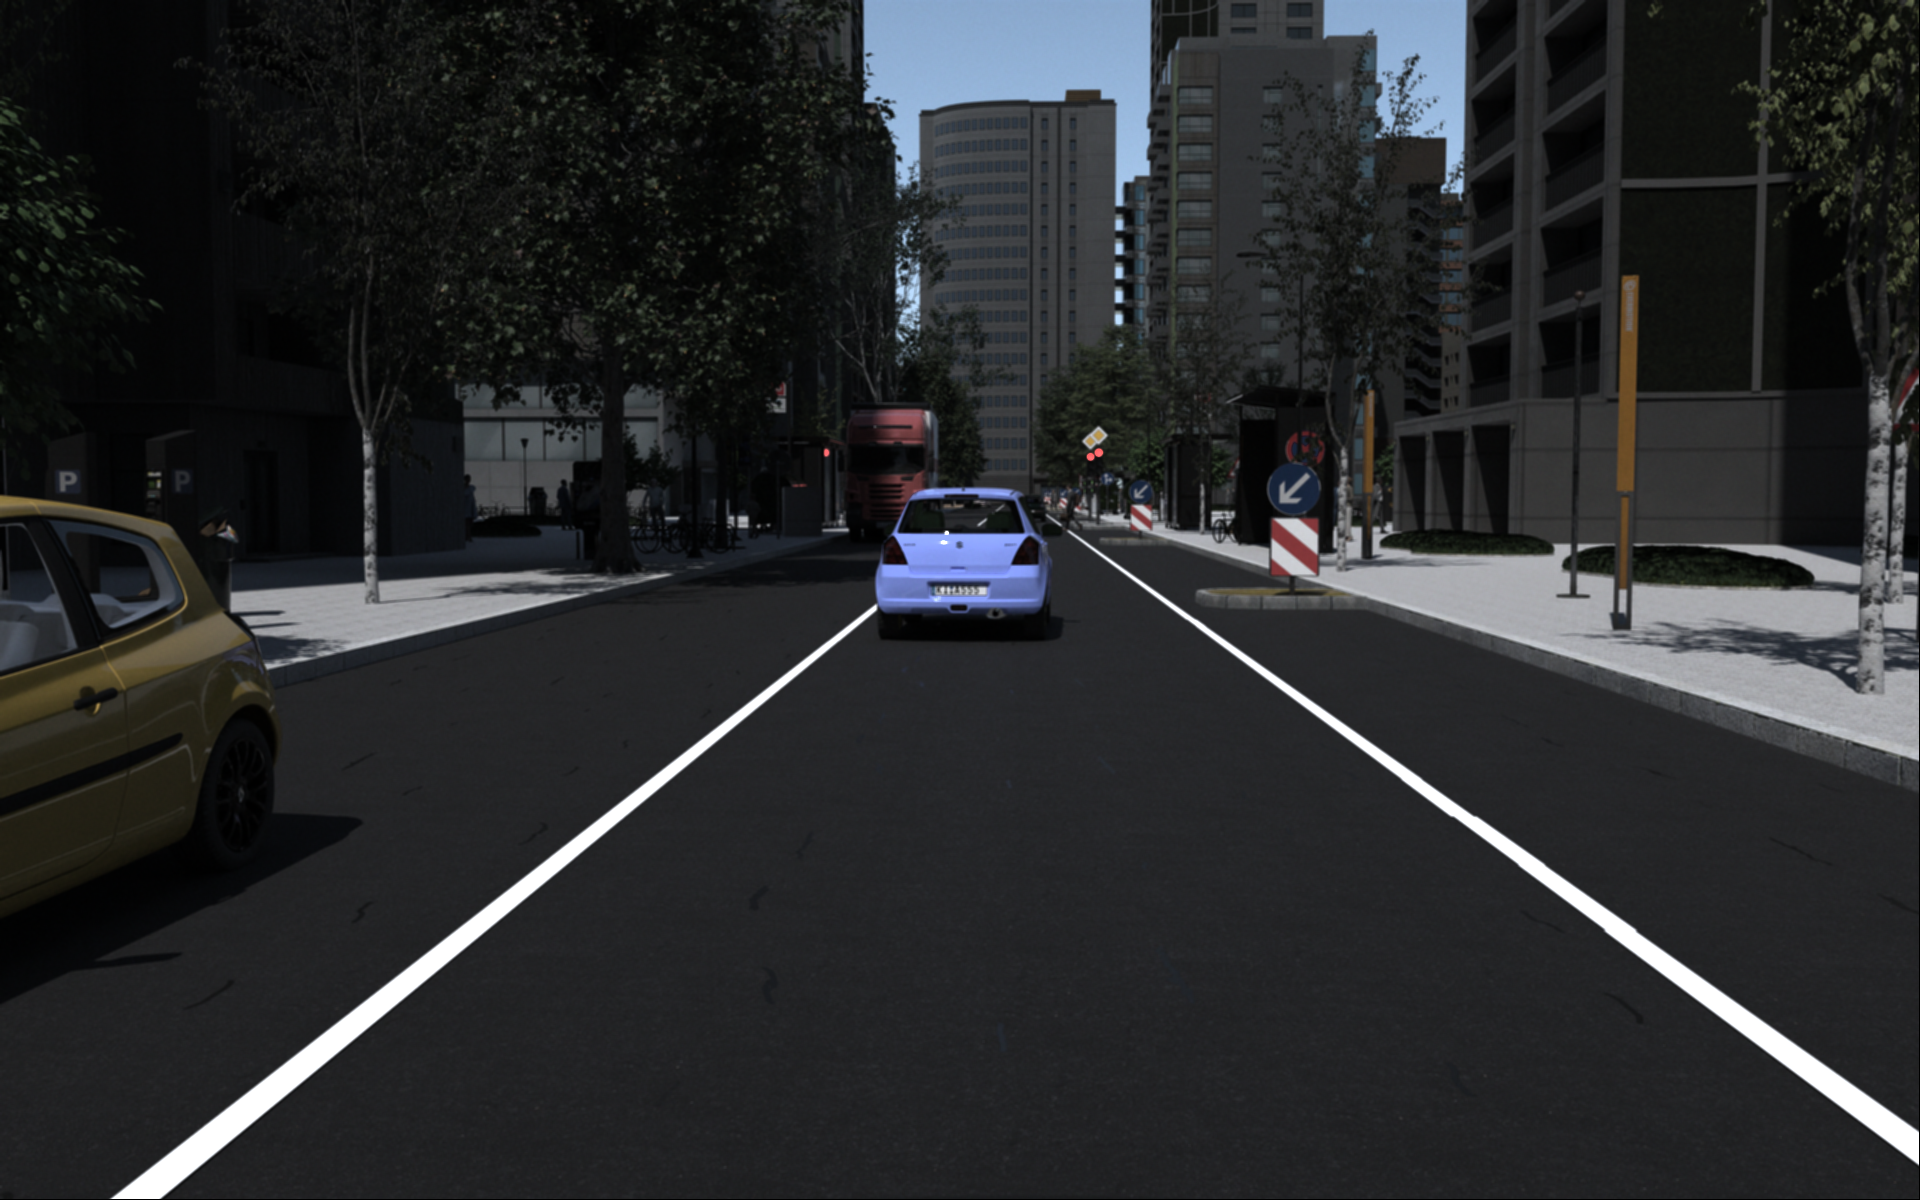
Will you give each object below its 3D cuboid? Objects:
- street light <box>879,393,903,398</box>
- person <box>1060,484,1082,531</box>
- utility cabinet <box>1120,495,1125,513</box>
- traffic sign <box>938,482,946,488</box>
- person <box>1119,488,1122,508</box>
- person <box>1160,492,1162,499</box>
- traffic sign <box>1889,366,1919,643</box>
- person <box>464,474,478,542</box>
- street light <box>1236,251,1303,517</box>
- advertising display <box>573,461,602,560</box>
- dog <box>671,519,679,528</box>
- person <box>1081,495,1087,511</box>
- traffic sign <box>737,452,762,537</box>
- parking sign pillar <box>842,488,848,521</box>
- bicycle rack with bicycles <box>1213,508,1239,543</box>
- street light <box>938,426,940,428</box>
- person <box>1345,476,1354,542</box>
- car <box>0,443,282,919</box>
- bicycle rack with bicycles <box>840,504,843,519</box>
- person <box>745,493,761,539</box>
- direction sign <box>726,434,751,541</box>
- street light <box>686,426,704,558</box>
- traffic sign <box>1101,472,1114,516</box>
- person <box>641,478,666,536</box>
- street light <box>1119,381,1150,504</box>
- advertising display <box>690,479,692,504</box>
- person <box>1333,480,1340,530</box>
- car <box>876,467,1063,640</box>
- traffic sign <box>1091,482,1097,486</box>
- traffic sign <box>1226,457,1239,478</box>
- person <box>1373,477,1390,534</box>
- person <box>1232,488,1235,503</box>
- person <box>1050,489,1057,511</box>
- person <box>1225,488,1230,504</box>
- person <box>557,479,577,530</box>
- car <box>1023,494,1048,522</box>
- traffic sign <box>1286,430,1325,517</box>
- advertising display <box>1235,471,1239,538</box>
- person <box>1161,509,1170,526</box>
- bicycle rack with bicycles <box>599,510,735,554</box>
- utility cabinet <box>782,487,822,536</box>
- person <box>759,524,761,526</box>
[{"bbox_3d":[-3.311,-6.577,80.075,1.470,5.913,1.316,0,4,2],"label":"street light"},{"bbox_3d":[4.351,-3.619,67.639,0.822,1.834,0.622,1,4,17],"label":"person"},{"bbox_3d":[11.505,-6.562,118.454,1.020,1.237,0.306,1,4,23],"label":"utility cabinet"},{"bbox_3d":[-1.477,-8.502,141.134,0.606,2.300,0.079,0,4,3],"label":"traffic sign"},{"bbox_3d":[13.152,-8.209,140.535,0.573,1.790,0.520,2,4,28],"label":"person"},{"bbox_3d":[17.748,-8.877,151.757,0.480,1.755,0.524,0,4,5],"label":"person"},{"bbox_3d":[8.257,-0.906,14.819,0.884,2.594,0.081,0,4,6],"label":"traffic sign"},{"bbox_3d":[-13.250,-2.468,46.483,0.616,1.811,0.778,-2,4,-32],"label":"person"},{"bbox_3d":[5.970,-3.709,33.185,1.470,5.913,1.316,0,4,2],"label":"street light"},{"bbox_3d":[-7.219,-1.754,33.888,0.974,1.923,0.123,3,5,41],"label":"advertising display"},{"bbox_3d":[-10.491,-2.848,64.299,0.550,0.427,0.748,-2,4,-25],"label":"dog"},{"bbox_3d":[9.229,-7.207,128.892,0.505,1.210,0.382,2,4,24],"label":"person"},{"bbox_3d":[-6.311,-3.169,51.916,0.768,2.556,0.104,0,4,8],"label":"traffic sign"},{"bbox_3d":[-4.996,-5.818,83.594,1.447,3.967,1.447,-1,4,-11],"label":"parking sign pillar"},{"bbox_3d":[7.885,-1.972,45.624,2.925,0.926,2.852,-2,4,-28],"label":"bicycle rack with bicycles"},{"bbox_3d":[-2.051,-8.904,118.128,1.470,5.913,1.316,0,4,2],"label":"street light"},{"bbox_3d":[10.453,-2.467,46.932,0.362,1.759,0.519,0,4,-2],"label":"person"},{"bbox_3d":[-3.638,0.303,5.270,2.015,1.641,3.980,0,4,3],"label":"car"},{"bbox_3d":[-4.502,-4.537,87.557,2.925,0.926,2.852,3,5,40],"label":"bicycle rack with bicycles"},{"bbox_3d":[-5.962,-2.413,49.765,0.475,1.303,0.640,-3,5,-43],"label":"person"},{"bbox_3d":[-6.184,-3.403,47.629,0.876,3.537,0.379,0,4,0],"label":"direction sign"},{"bbox_3d":[-4.781,-3.795,34.587,1.470,5.913,1.316,0,4,2],"label":"street light"},{"bbox_3d":[8.541,-6.140,100.501,0.768,2.556,0.104,1,4,8],"label":"traffic sign"},{"bbox_3d":[-9.474,-2.869,53.432,0.782,1.767,0.515,0,4,-2],"label":"person"},{"bbox_3d":[7.217,-6.037,71.238,1.470,5.913,1.316,0,4,2],"label":"street light"},{"bbox_3d":[-11.191,-4.107,72.358,0.123,1.923,0.974,0,4,-5],"label":"advertising display"},{"bbox_3d":[13.476,-3.389,61.637,0.721,1.800,0.419,1,4,17],"label":"person"},{"bbox_3d":[0.112,-0.536,18.362,1.945,1.707,3.694,0,4,4],"label":"car"},{"bbox_3d":[9.665,-7.615,124.613,0.768,2.556,0.104,0,4,3],"label":"traffic sign"},{"bbox_3d":[9.250,-3.505,57.306,0.884,2.594,0.081,0,4,7],"label":"traffic sign"},{"bbox_3d":[13.501,-3.057,56.121,0.850,1.850,0.679,1,4,18],"label":"person"},{"bbox_3d":[23.751,-8.851,150.532,0.755,1.850,0.659,2,4,26],"label":"person"},{"bbox_3d":[7.391,-7.762,135.595,0.709,1.800,0.728,3,5,43],"label":"person"},{"bbox_3d":[23.597,-8.991,153.327,0.573,1.790,0.520,-1,4,-11],"label":"person"},{"bbox_3d":[-14.042,-3.388,61.617,0.721,1.800,0.419,2,4,33],"label":"person"},{"bbox_3d":[3.592,-4.897,89.858,2.009,1.686,4.222,0,4,2],"label":"car"},{"bbox_3d":[6.894,-2.112,34.634,0.768,2.556,0.104,1,4,9],"label":"traffic sign"},{"bbox_3d":[7.824,-2.663,48.749,0.123,1.923,0.974,0,4,7],"label":"advertising display"},{"bbox_3d":[8.541,-3.908,70.299,0.624,1.780,0.694,-3,5,-42],"label":"person"},{"bbox_3d":[-6.139,-1.505,37.985,2.925,0.926,2.852,2,4,28],"label":"bicycle rack with bicycles"},{"bbox_3d":[-4.751,-2.655,52.085,1.173,1.500,0.318,-1,4,-22],"label":"utility cabinet"},{"bbox_3d":[-7.724,-3.860,69.240,0.778,1.811,0.616,1,4,14],"label":"person"}]
